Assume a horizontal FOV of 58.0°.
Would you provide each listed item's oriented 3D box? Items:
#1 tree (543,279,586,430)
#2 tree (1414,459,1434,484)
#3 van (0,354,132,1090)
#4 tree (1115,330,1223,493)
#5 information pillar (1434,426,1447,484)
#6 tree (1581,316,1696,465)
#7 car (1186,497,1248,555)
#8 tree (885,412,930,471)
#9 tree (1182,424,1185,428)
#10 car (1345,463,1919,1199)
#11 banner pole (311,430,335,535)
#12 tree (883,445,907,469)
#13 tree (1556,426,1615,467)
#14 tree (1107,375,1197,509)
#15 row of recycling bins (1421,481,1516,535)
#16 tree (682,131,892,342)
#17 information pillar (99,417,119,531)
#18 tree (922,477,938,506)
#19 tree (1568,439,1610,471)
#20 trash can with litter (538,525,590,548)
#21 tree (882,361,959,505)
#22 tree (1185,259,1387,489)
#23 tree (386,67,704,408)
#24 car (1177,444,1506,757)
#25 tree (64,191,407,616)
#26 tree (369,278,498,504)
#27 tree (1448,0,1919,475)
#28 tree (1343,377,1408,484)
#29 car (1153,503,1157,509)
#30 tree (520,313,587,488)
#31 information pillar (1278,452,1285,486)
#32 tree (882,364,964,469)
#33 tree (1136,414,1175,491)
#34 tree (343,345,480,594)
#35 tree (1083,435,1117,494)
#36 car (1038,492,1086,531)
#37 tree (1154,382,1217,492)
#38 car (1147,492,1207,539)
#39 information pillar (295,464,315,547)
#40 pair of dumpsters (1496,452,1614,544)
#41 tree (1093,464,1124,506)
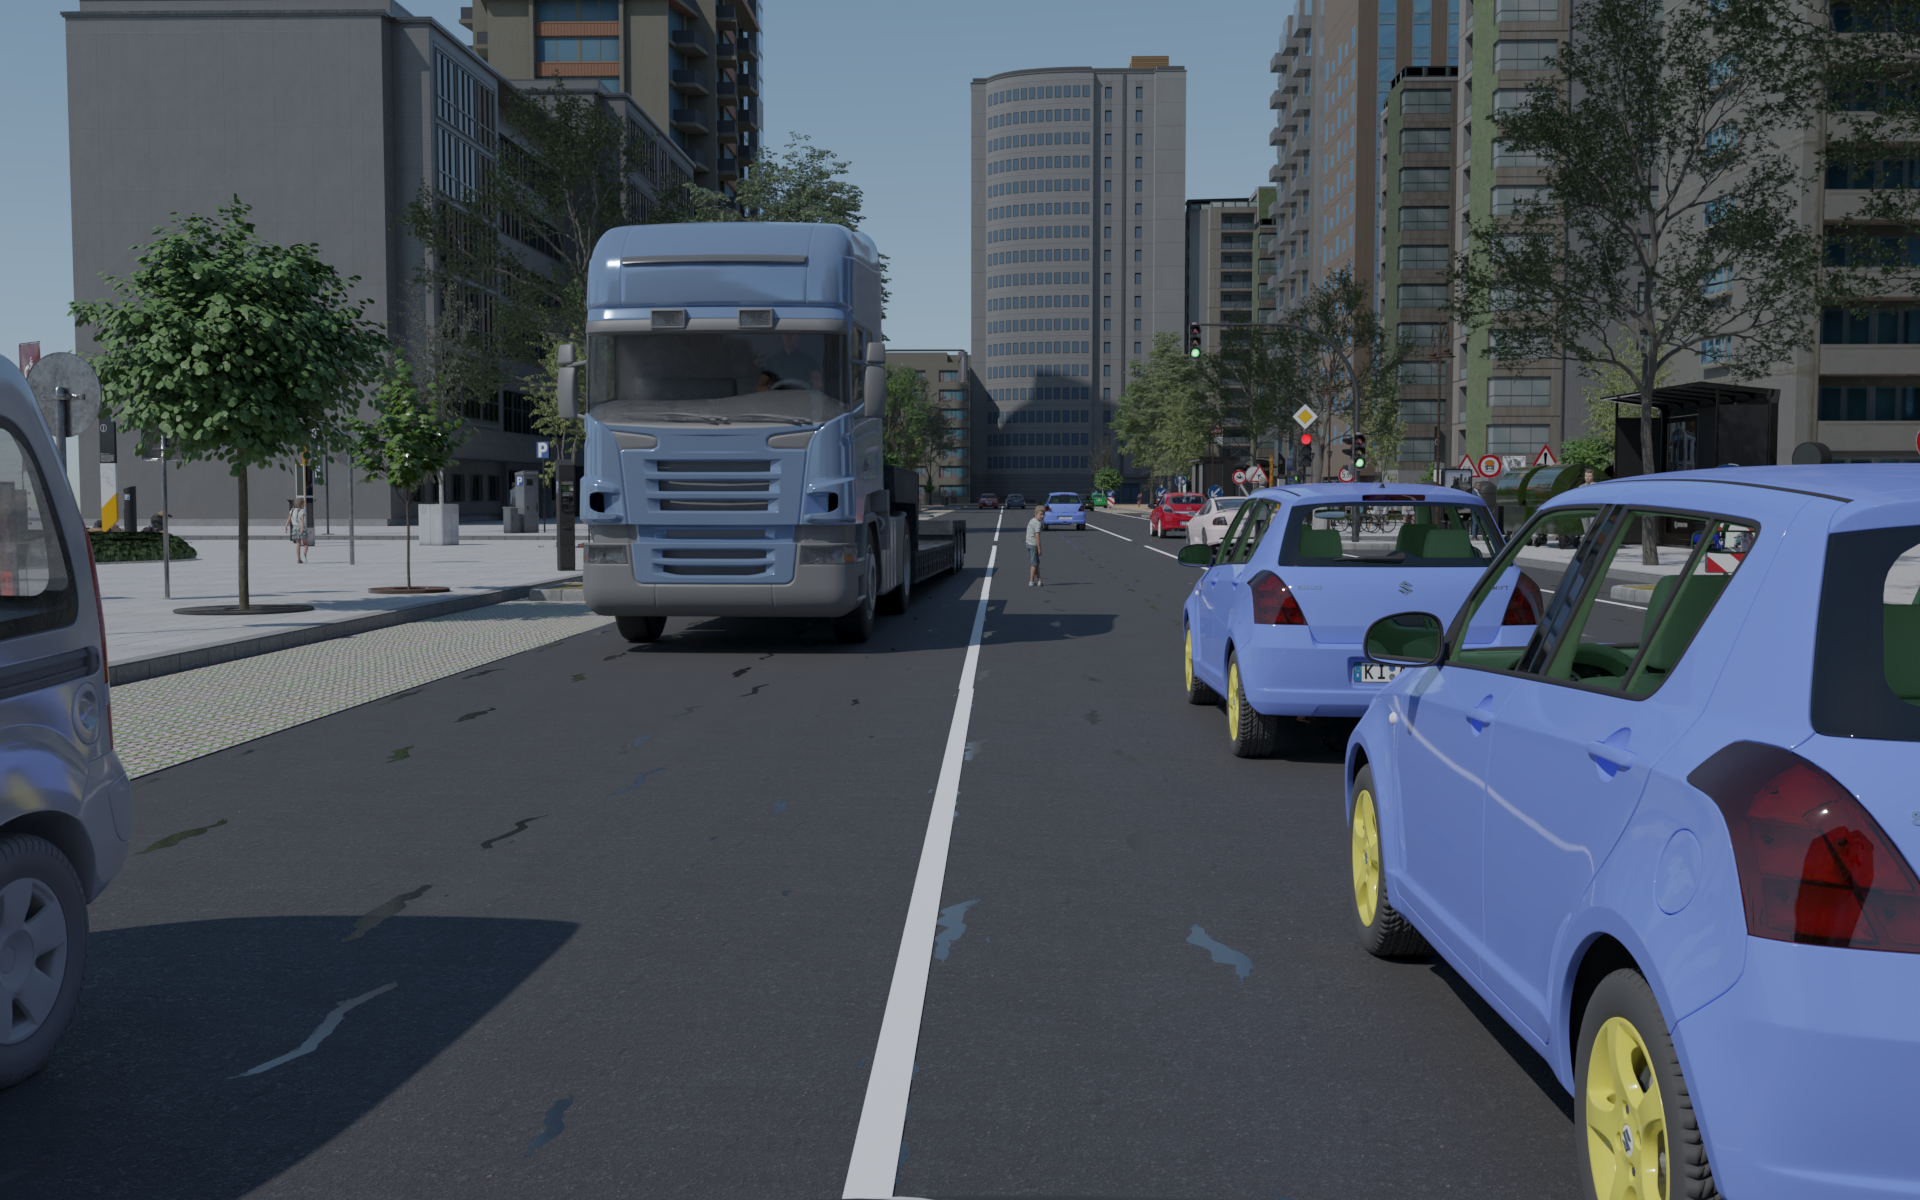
[{"bbox_3d":[-14.148,-9.041,73.578,9.928,11.665,9.643,0,3,0],"label":"tree"},{"bbox_3d":[25.818,-6.105,94.424,1.663,3.219,1.824,0,3,0],"label":"tree"},{"bbox_3d":[-3.161,0.253,2.876,2.013,2.044,4.112,0,4,3],"label":"van"},{"bbox_3d":[14.572,-12.374,120.439,7.486,12.596,7.792,0,3,0],"label":"tree"},{"bbox_3d":[16.379,-4.146,59.139,0.183,3.616,0.504,-2,4,-35],"label":"information pillar"},{"bbox_3d":[28.552,-7.462,72.370,4.737,8.622,4.395,0,3,0],"label":"tree"},{"bbox_3d":[6.666,-1.828,42.247,2.083,1.381,4.827,0,4,0],"label":"car"},{"bbox_3d":[-4.439,-12.268,150.945,4.737,8.622,4.395,0,3,0],"label":"tree"},{"bbox_3d":[14.355,-9.221,85.170,7.601,10.594,8.767,1,4,14],"label":"tree"},{"bbox_3d":[2.041,0.326,4.265,1.945,1.707,3.694,0,4,2],"label":"car"},{"bbox_3d":[-20.208,-3.962,54.794,0.863,3.779,0.401,2,4,24],"label":"banner pole"},{"bbox_3d":[-5.158,-8.046,115.257,4.285,4.588,4.351,0,3,0],"label":"tree"},{"bbox_3d":[30.813,-6.166,84.527,4.285,4.588,4.351,0,3,0],"label":"tree"},{"bbox_3d":[16.513,-13.546,147.229,9.928,11.665,9.643,0,3,0],"label":"tree"},{"bbox_3d":[15.936,-2.868,54.005,3.534,1.692,1.069,-1,4,-11],"label":"row of recycling bins"},{"bbox_3d":[-6.839,-9.539,62.621,9.857,13.997,8.962,0,3,0],"label":"tree"},{"bbox_3d":[-22.991,-3.389,46.765,0.504,3.616,0.183,1,4,14],"label":"information pillar"},{"bbox_3d":[-3.570,-12.247,194.839,1.663,3.219,1.824,0,3,0],"label":"tree"},{"bbox_3d":[22.046,-4.045,60.736,1.663,3.219,1.824,0,3,0],"label":"tree"},{"bbox_3d":[-9.028,-1.875,41.710,2.233,1.210,1.678,1,4,11],"label":"trash can with litter"},{"bbox_3d":[-5.251,-12.483,129.857,9.928,11.665,9.643,0,3,0],"label":"tree"},{"bbox_3d":[14.484,-8.219,68.795,7.601,10.594,8.767,2,4,34],"label":"tree"},{"bbox_3d":[-7.920,-6.351,38.258,7.601,10.594,8.767,2,4,27],"label":"tree"},{"bbox_3d":[2.352,-0.068,10.706,1.945,1.707,3.694,0,4,2],"label":"car"},{"bbox_3d":[-7.774,-2.146,18.809,4.285,4.588,4.351,0,3,0],"label":"tree"},{"bbox_3d":[-17.682,-6.586,58.037,4.360,8.622,3.978,0,3,0],"label":"tree"},{"bbox_3d":[12.098,-5.904,30.935,7.601,10.594,8.767,0,4,7],"label":"tree"},{"bbox_3d":[25.275,-9.439,104.696,4.737,8.622,4.395,0,3,0],"label":"tree"},{"bbox_3d":[11.644,-5.047,95.093,1.945,1.354,3.894,0,4,0],"label":"car"},{"bbox_3d":[-14.544,-6.997,64.759,4.737,8.622,4.395,0,3,0],"label":"tree"},{"bbox_3d":[17.772,-6.390,95.824,0.504,3.616,0.183,-2,4,-33],"label":"information pillar"},{"bbox_3d":[-4.731,-15.501,163.813,12.009,13.543,11.850,0,3,0],"label":"tree"},{"bbox_3d":[16.008,-11.517,138.659,4.360,8.622,3.978,0,3,0],"label":"tree"},{"bbox_3d":[-7.353,-1.713,22.610,1.663,3.219,1.824,0,3,0],"label":"tree"},{"bbox_3d":[16.920,-15.638,206.041,4.360,8.622,3.978,0,3,0],"label":"tree"},{"bbox_3d":[4.061,-3.612,68.651,1.945,1.707,3.694,0,3,0],"label":"car"},{"bbox_3d":[14.492,-9.956,113.135,4.737,8.622,4.395,0,3,0],"label":"tree"},{"bbox_3d":[7.316,-2.946,57.204,2.155,1.783,4.494,0,4,1],"label":"car"},{"bbox_3d":[-16.037,-2.320,42.424,0.304,2.012,0.304,2,4,26],"label":"information pillar"},{"bbox_3d":[14.383,-2.414,41.961,1.574,2.255,4.437,0,4,2],"label":"pair of dumpsters"},{"bbox_3d":[16.372,-12.689,191.181,4.285,4.588,4.351,0,3,0],"label":"tree"}]
